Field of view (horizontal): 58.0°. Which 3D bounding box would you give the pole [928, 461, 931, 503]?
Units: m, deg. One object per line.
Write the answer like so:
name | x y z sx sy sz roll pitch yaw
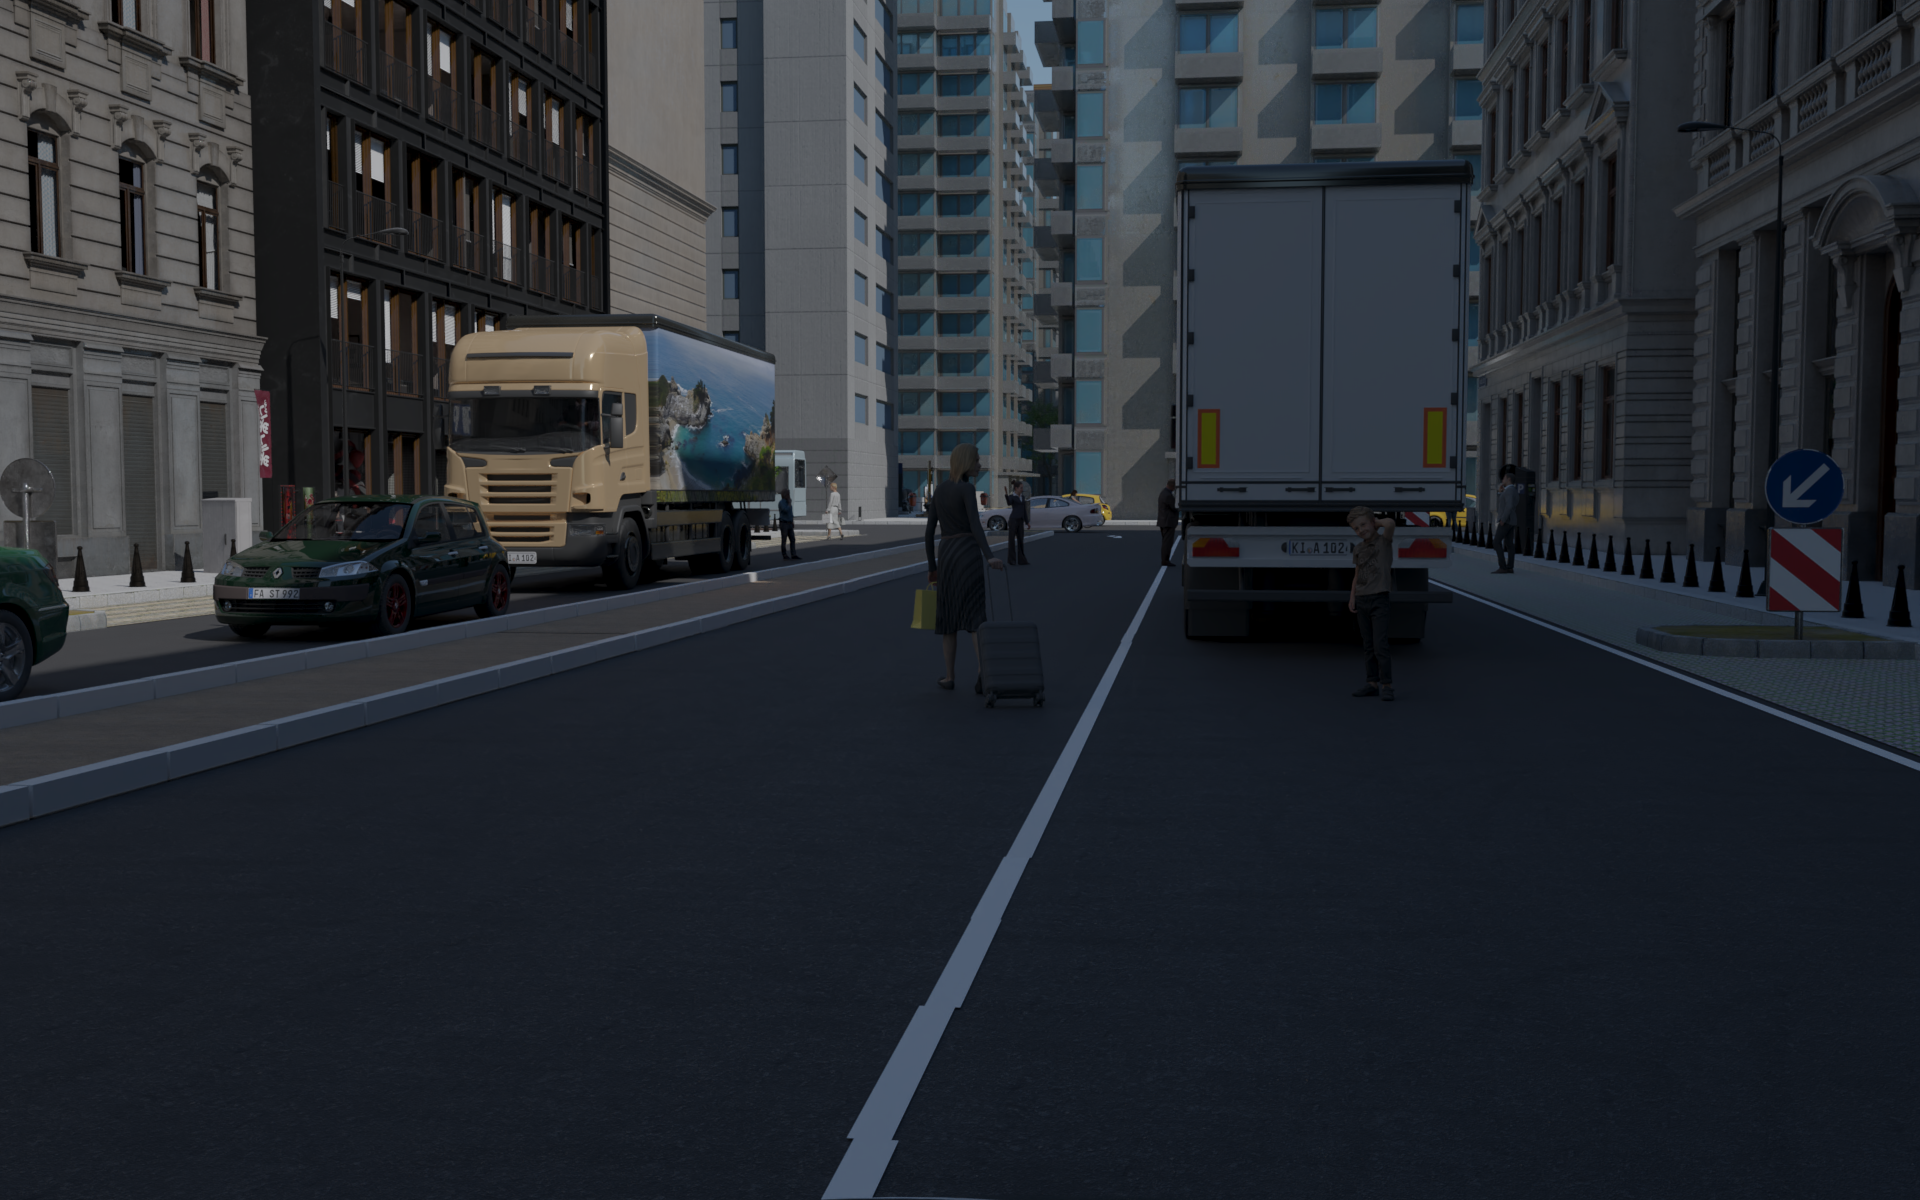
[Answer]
pole | -1.866 -6.844 105.738 0.158 3.312 0.155 0 3 0

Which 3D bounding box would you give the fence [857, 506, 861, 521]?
fence | -4.826 -4.168 83.525 0.278 0.683 2.069 0 4 0

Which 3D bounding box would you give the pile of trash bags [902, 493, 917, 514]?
pile of trash bags | -3.984 -6.356 113.669 1.912 1.369 3.447 3 4 36

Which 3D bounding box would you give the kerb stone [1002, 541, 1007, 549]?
kerb stone | 1.024 -1.380 44.760 0.120 0.150 1.000 0 4 8

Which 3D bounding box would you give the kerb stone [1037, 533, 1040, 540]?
kerb stone | 2.298 -1.938 53.908 0.120 0.150 1.000 0 4 8

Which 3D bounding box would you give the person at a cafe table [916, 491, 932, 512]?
person at a cafe table | -2.481 -6.970 122.473 1.622 1.524 1.698 -2 4 -35

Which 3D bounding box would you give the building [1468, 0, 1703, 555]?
building | 20.209 -12.752 44.657 11.583 22.565 21.152 0 4 8

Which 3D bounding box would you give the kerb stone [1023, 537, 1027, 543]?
kerb stone | 1.737 -1.689 49.836 0.120 0.150 1.000 0 4 8

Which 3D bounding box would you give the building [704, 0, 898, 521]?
building | -17.804 -33.748 93.787 28.212 58.520 21.231 0 4 8

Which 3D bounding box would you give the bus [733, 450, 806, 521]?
bus | -13.348 -4.849 74.139 13.247 3.499 2.948 0 4 6

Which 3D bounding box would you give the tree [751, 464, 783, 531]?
tree | -7.205 -4.077 61.262 1.663 3.219 1.824 0 3 0

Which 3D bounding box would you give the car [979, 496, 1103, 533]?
car | 2.954 -3.232 65.206 4.827 1.381 2.083 0 4 8

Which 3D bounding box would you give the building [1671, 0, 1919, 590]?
building | 17.704 -11.901 23.464 11.050 23.489 19.941 0 4 8

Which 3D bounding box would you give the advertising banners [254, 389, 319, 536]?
advertising banners | -11.586 -2.058 29.832 0.090 3.025 2.074 0 4 7

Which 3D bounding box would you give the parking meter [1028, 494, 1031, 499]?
parking meter | 5.996 -8.785 149.339 0.255 1.863 0.399 0 4 6

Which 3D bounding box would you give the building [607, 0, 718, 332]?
building | -21.466 -15.795 55.516 25.104 27.353 12.463 0 4 8

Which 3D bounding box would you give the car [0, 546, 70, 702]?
car | -7.613 0.074 10.590 2.131 1.459 4.920 0 4 8

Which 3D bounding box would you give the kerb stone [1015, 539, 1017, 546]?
kerb stone | 1.451 -1.566 47.807 0.120 0.150 1.000 0 4 8

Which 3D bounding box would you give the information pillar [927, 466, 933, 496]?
information pillar | -2.512 -9.443 145.741 0.504 3.616 0.183 0 4 -7

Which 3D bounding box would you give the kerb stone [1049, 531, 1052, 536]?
kerb stone | 2.876 -2.189 57.981 0.120 0.150 1.000 0 4 8

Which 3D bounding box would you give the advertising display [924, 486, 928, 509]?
advertising display | -2.872 -8.554 145.074 0.123 1.923 0.974 1 4 12

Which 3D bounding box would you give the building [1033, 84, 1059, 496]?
building | 4.405 -43.494 253.118 28.212 58.520 21.231 0 4 8

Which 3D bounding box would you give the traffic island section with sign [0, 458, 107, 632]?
traffic island section with sign | -10.206 -0.587 18.229 1.989 1.847 2.006 0 4 8

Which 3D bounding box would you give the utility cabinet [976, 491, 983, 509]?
utility cabinet | 1.352 -8.303 144.439 1.173 1.500 0.318 -1 4 -14

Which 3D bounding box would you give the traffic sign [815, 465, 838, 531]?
traffic sign | -4.645 -3.464 60.275 0.795 2.450 0.064 0 4 8

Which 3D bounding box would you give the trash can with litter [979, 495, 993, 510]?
trash can with litter | 2.011 -7.766 138.038 1.678 1.210 2.233 2 4 28

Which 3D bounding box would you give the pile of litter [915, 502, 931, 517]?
pile of litter | -1.919 -5.070 96.866 1.176 0.858 1.719 0 4 -5

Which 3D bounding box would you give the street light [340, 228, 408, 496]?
street light | -10.315 -3.542 30.449 1.470 5.913 1.316 0 4 8

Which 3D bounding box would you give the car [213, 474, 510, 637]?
car | -6.291 -0.539 18.602 2.009 1.686 4.222 0 4 8

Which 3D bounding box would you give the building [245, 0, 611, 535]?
building | -16.677 -12.850 39.780 12.332 23.373 15.834 0 4 8

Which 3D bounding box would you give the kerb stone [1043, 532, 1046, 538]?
kerb stone | 2.584 -2.064 55.946 0.120 0.150 1.000 0 4 8

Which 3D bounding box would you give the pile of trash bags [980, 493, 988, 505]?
pile of trash bags | 0.589 -7.193 127.352 3.447 1.369 1.912 2 4 33

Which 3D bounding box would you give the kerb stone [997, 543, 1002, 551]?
kerb stone | 0.886 -1.318 43.742 0.120 0.150 1.000 0 4 8

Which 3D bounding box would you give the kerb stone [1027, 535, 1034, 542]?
kerb stone | 2.022 -1.815 51.877 0.120 0.150 1.000 0 4 8

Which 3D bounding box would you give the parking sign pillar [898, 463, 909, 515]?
parking sign pillar | -3.905 -7.323 108.198 1.447 3.967 1.447 -1 4 -10

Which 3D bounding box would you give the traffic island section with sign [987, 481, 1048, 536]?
traffic island section with sign | 2.055 -3.150 59.643 2.006 1.907 1.989 0 4 8

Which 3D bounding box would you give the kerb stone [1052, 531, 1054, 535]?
kerb stone | 3.013 -2.251 59.003 0.120 0.150 1.000 0 4 8

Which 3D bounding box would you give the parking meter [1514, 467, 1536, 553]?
parking meter | 12.226 -1.942 37.470 0.255 1.863 0.399 -2 4 -26

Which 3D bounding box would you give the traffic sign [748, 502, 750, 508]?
traffic sign | -6.894 -3.449 56.497 0.768 2.556 0.104 1 4 17

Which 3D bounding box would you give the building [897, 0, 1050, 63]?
building | -4.851 -33.471 166.852 23.786 49.044 30.456 0 4 8

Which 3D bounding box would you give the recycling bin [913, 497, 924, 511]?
recycling bin | -3.150 -7.328 132.367 0.722 1.027 0.722 1 4 9

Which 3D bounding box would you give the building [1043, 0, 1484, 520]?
building | 19.569 -28.879 91.782 30.456 49.044 23.786 0 4 8

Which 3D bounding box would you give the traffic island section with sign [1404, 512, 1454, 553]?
traffic island section with sign | 11.150 -2.107 43.074 1.989 1.847 2.006 0 4 8

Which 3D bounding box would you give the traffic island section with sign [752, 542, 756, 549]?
traffic island section with sign | -6.429 -2.243 45.296 1.989 1.847 2.006 0 4 8

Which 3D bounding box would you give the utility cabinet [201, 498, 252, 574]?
utility cabinet | -11.852 -1.030 27.996 1.020 1.237 0.306 3 4 37

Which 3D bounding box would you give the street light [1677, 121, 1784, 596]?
street light | 9.643 -3.007 21.698 1.470 5.913 1.316 0 4 8

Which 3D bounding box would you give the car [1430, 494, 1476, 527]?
car | 19.619 -3.465 66.879 3.980 1.641 2.015 0 4 7

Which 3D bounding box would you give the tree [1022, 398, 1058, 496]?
tree | 9.682 -15.966 186.806 9.928 11.665 9.643 0 3 0

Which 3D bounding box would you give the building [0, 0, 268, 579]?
building | -18.549 -10.629 22.930 9.793 20.994 18.267 0 4 8

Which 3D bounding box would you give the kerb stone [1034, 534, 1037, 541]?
kerb stone | 2.169 -1.870 52.891 0.120 0.150 1.000 0 4 8

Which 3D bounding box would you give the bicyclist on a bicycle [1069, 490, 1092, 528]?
bicyclist on a bicycle | 4.867 -3.837 72.760 1.625 1.676 1.499 0 4 7

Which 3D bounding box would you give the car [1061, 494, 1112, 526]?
car | 4.799 -4.122 77.615 3.980 1.641 2.015 0 4 8

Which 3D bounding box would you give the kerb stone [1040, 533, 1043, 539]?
kerb stone | 2.446 -1.999 54.930 0.120 0.150 1.000 0 4 8

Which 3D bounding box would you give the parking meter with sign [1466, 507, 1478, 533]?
parking meter with sign | 17.471 -3.737 57.353 1.738 3.016 0.543 -3 4 -37

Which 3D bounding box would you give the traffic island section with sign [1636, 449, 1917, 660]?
traffic island section with sign | 7.382 -0.447 15.931 1.989 1.847 2.006 0 4 8

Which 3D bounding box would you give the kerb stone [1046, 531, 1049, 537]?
kerb stone | 2.731 -2.127 56.964 0.120 0.150 1.000 0 4 8

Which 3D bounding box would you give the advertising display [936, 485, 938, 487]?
advertising display | -1.677 -7.393 126.089 0.123 1.923 0.974 0 4 -2
